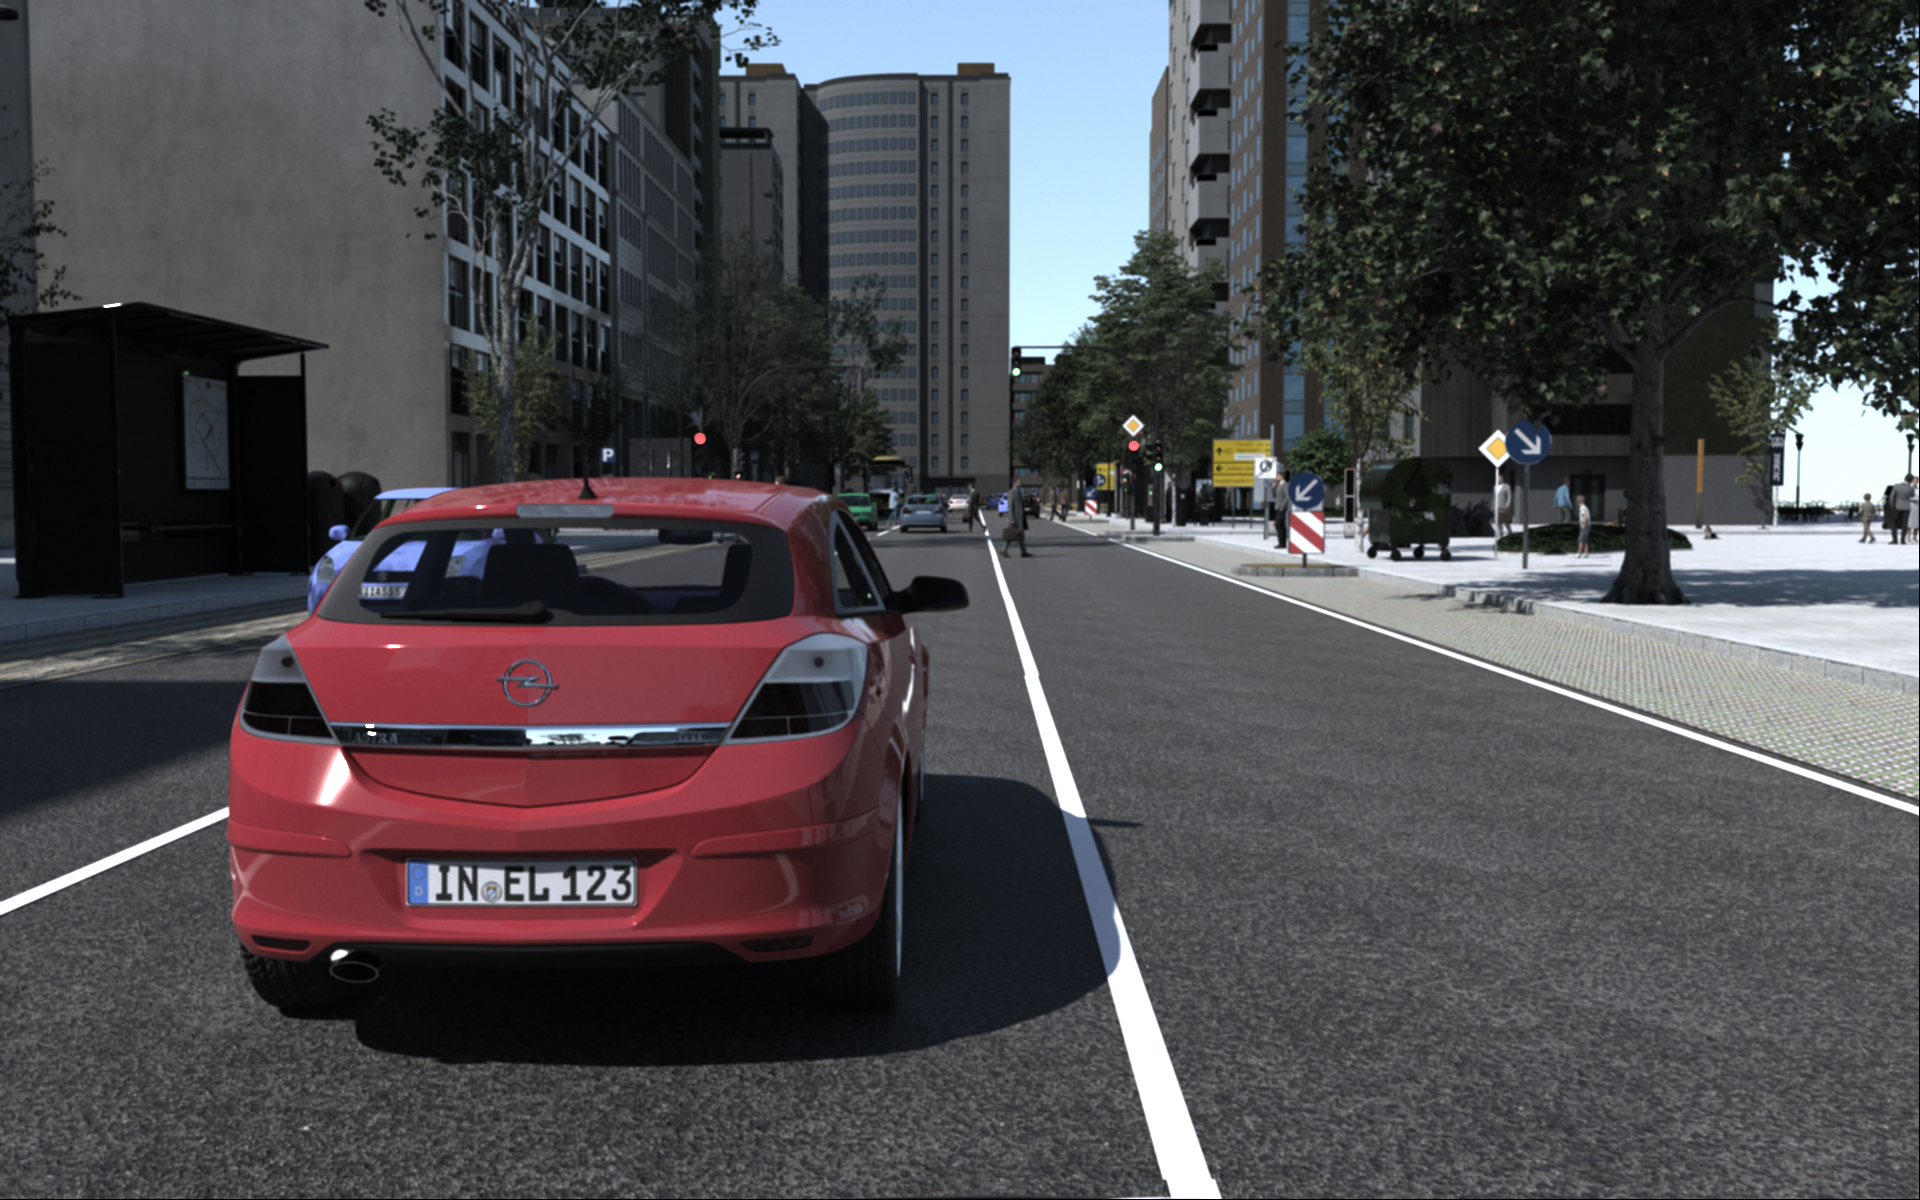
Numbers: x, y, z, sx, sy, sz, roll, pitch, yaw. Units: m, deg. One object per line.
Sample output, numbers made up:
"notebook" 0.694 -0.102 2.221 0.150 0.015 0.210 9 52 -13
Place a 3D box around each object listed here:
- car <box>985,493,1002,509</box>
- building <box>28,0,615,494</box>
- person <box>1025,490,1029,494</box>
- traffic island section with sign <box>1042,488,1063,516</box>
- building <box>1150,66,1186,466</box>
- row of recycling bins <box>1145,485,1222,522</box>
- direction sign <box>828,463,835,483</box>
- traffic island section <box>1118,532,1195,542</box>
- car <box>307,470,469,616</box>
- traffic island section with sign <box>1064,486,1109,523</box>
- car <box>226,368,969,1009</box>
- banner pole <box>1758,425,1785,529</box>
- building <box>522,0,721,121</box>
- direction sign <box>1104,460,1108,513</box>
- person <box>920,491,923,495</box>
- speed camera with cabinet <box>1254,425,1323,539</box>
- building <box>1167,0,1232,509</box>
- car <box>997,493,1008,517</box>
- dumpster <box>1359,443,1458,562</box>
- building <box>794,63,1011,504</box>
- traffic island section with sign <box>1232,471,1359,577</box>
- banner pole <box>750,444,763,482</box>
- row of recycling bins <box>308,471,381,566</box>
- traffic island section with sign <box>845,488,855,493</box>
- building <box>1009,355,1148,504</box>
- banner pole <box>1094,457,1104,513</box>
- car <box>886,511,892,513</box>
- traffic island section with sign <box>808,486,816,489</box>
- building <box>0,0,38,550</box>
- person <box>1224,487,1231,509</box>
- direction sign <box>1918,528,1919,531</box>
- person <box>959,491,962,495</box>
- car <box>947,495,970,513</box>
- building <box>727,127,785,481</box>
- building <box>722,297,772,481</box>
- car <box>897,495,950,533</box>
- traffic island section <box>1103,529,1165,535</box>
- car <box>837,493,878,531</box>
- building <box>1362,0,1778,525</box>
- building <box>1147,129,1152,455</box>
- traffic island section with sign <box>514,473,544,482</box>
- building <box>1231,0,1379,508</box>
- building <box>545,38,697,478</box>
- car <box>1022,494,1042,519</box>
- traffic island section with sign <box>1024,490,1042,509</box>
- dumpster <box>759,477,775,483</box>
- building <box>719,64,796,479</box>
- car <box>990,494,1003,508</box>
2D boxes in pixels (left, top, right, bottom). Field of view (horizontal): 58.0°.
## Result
"car" 3.345 -9.369 162.774 1.945 1.707 3.694 0 4 0
"building" -30.930 -17.392 88.872 19.350 26.468 34.151 0 4 0
"person" 6.120 -9.176 158.471 1.348 1.831 0.705 -2 4 -27
"traffic island section with sign" 6.577 -6.377 112.897 1.989 1.847 2.006 0 4 0
"building" 27.272 -32.320 178.535 14.600 45.320 14.200 0 4 0
"row of recycling bins" 10.269 -4.436 79.635 3.534 1.692 1.069 0 4 -6
"direction sign" -9.442 -8.277 127.321 0.379 3.537 0.876 -2 4 -32
"traffic island section" 6.067 -1.901 53.361 2.009 0.180 2.903 0 4 0
"car" -5.515 -0.528 18.226 1.945 1.707 3.694 0 4 -1
"traffic island section with sign" 6.337 -4.729 85.943 1.989 1.847 2.006 0 4 0
"car" -1.042 0.167 6.305 2.155 1.783 4.494 0 3 0
"banner pole" 29.645 -4.479 63.242 0.863 3.779 0.401 1 4 16
"building" -27.649 -28.114 143.257 14.154 41.232 14.086 0 4 0
"direction sign" 9.659 -7.496 114.553 0.379 3.537 0.876 0 4 -1
"person" -3.830 -10.408 179.202 0.750 1.759 0.617 1 4 15
"speed camera with cabinet" 9.497 -3.408 50.050 2.038 3.252 0.660 -1 4 -23
"building" 33.706 -34.753 157.446 28.713 52.752 27.495 0 4 0
"car" 3.324 -6.186 110.732 1.945 1.707 3.694 0 3 0
"dumpster" 8.703 -1.905 33.646 1.502 2.255 1.985 0 4 0
"building" -7.306 -42.716 240.400 28.212 58.520 21.231 0 4 0
"traffic island section with sign" 5.884 -1.351 30.721 1.989 1.847 2.006 0 4 0
"banner pole" -10.127 -5.918 86.770 0.863 3.779 0.401 -1 4 -22
"row of recycling bins" -11.724 -1.447 30.768 1.069 1.692 3.534 2 4 24
"traffic island section with sign" -7.145 -6.385 113.021 1.989 1.847 2.006 0 4 0
"building" 21.601 -24.434 244.538 28.899 21.520 27.650 0 4 0
"banner pole" 9.519 -7.826 117.977 0.863 3.779 0.401 0 4 8
"car" -4.732 -7.678 134.570 2.155 1.783 4.494 0 4 2
"traffic island section with sign" -7.369 -4.736 86.067 1.989 1.847 2.006 0 4 0
"building" -31.955 -12.236 36.221 21.152 22.565 11.583 0 4 0
"person" 17.949 -6.738 116.379 0.590 1.801 0.661 1 4 20
"direction sign" 33.885 -4.215 60.914 0.379 3.537 0.876 3 4 38
"person" 0.028 -11.759 200.779 0.705 1.821 1.348 0 4 -7
"car" 0.028 -7.429 133.822 2.083 1.381 4.827 0 4 1
"building" -27.178 -31.302 195.381 14.086 41.232 14.154 0 4 0
"building" -33.512 -19.592 165.361 27.650 21.520 28.899 0 4 0
"car" -1.363 -3.254 65.209 2.014 1.417 4.499 0 4 -1
"traffic island section" 6.134 -2.389 61.345 2.009 0.180 2.903 0 4 0
"car" -4.187 -3.622 68.020 1.959 1.807 4.718 0 3 0
"building" 26.508 -18.684 77.187 14.107 30.474 14.160 0 4 0
"building" 27.946 -31.212 193.915 14.154 41.232 14.086 0 4 0
"traffic island section with sign" -7.830 -1.381 31.210 1.989 1.847 2.006 0 4 0
"building" 26.153 -28.549 116.892 14.600 45.320 14.200 0 4 0
"building" -26.196 -20.988 120.651 11.434 29.767 29.804 0 4 0
"car" 3.843 -5.670 102.495 2.009 1.686 4.222 0 4 1
"traffic island section with sign" 6.996 -9.494 163.847 1.989 1.847 2.006 0 4 0
"dumpster" -11.358 -6.029 101.070 1.502 2.255 1.985 0 4 0
"building" -35.517 -42.733 240.683 28.212 58.520 21.231 0 4 0
"car" 4.035 -10.639 184.170 2.015 1.641 3.980 0 4 1
